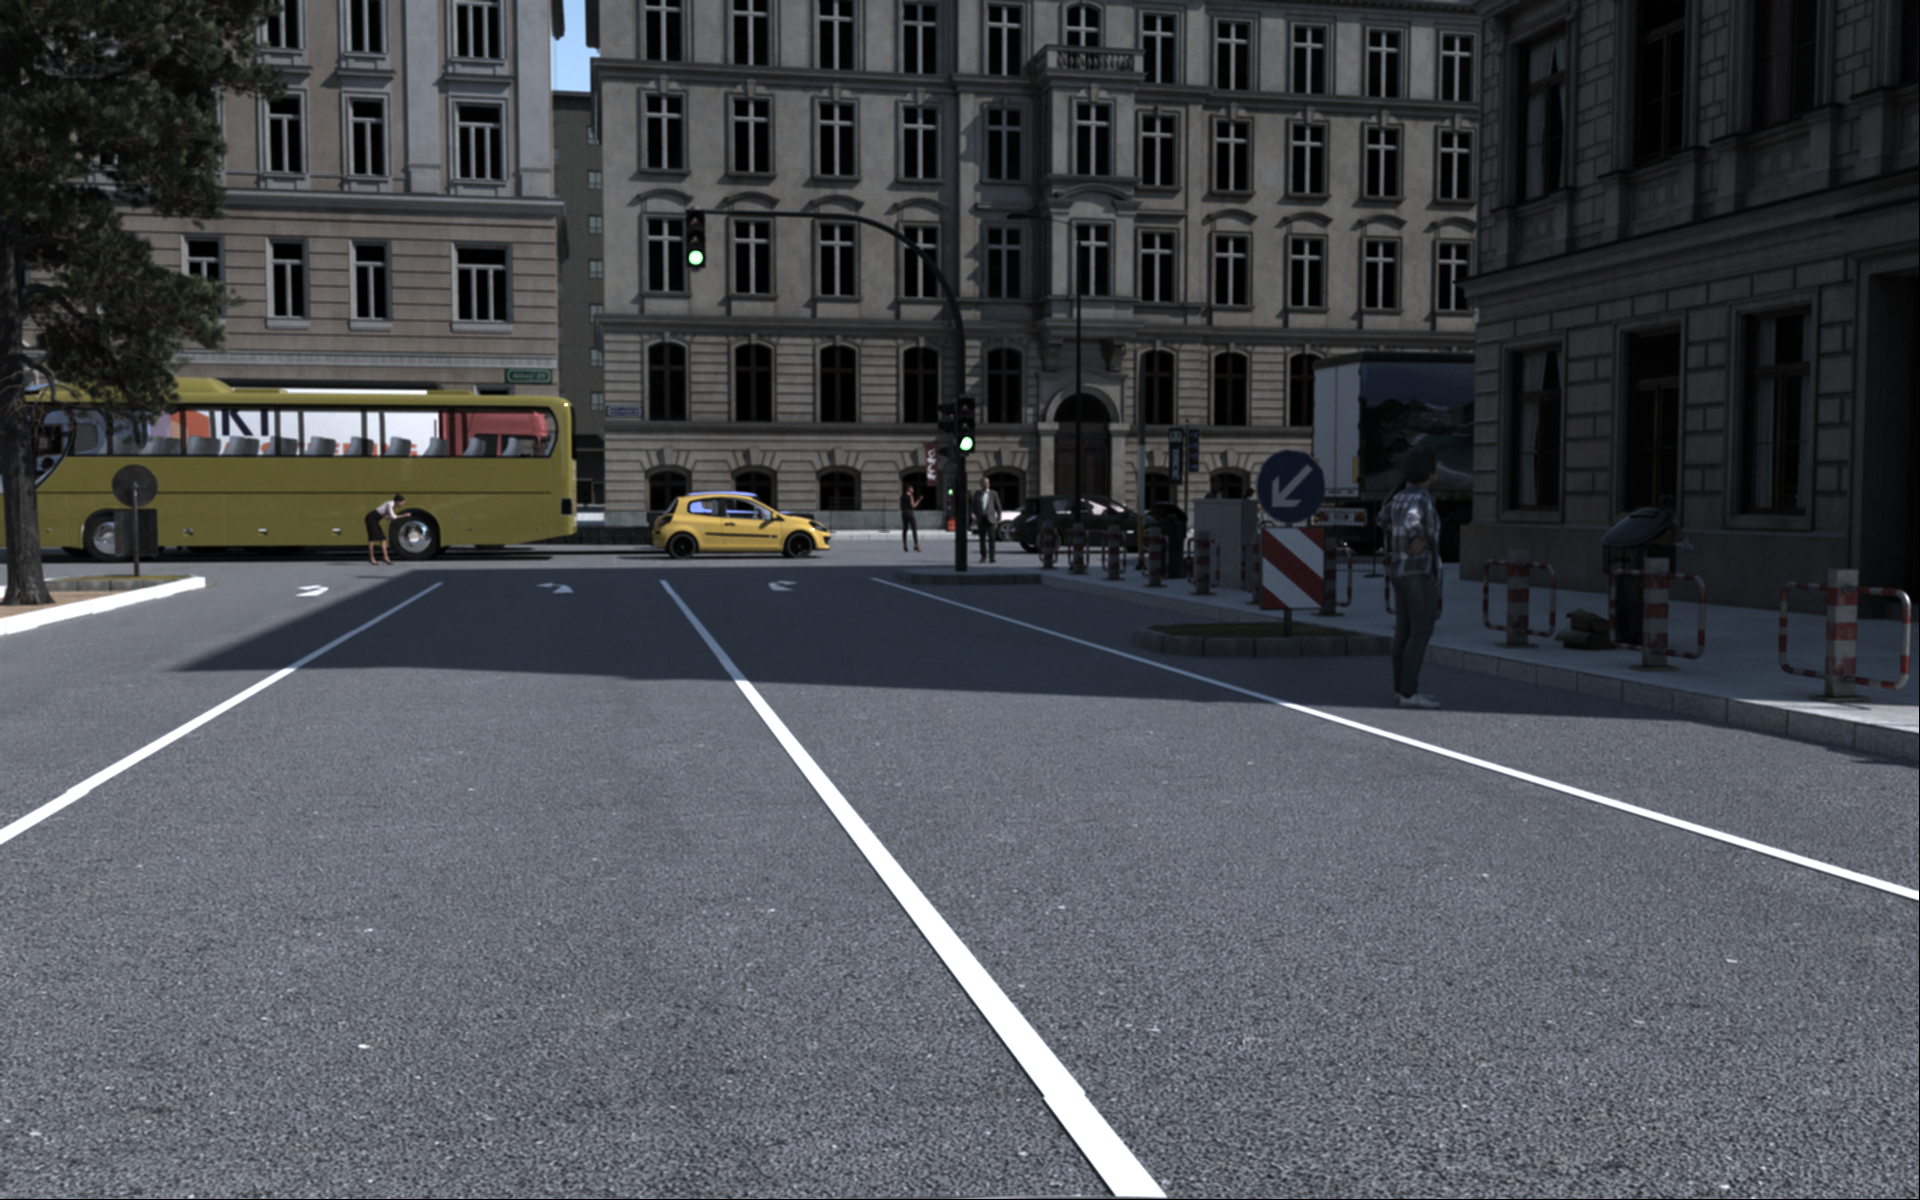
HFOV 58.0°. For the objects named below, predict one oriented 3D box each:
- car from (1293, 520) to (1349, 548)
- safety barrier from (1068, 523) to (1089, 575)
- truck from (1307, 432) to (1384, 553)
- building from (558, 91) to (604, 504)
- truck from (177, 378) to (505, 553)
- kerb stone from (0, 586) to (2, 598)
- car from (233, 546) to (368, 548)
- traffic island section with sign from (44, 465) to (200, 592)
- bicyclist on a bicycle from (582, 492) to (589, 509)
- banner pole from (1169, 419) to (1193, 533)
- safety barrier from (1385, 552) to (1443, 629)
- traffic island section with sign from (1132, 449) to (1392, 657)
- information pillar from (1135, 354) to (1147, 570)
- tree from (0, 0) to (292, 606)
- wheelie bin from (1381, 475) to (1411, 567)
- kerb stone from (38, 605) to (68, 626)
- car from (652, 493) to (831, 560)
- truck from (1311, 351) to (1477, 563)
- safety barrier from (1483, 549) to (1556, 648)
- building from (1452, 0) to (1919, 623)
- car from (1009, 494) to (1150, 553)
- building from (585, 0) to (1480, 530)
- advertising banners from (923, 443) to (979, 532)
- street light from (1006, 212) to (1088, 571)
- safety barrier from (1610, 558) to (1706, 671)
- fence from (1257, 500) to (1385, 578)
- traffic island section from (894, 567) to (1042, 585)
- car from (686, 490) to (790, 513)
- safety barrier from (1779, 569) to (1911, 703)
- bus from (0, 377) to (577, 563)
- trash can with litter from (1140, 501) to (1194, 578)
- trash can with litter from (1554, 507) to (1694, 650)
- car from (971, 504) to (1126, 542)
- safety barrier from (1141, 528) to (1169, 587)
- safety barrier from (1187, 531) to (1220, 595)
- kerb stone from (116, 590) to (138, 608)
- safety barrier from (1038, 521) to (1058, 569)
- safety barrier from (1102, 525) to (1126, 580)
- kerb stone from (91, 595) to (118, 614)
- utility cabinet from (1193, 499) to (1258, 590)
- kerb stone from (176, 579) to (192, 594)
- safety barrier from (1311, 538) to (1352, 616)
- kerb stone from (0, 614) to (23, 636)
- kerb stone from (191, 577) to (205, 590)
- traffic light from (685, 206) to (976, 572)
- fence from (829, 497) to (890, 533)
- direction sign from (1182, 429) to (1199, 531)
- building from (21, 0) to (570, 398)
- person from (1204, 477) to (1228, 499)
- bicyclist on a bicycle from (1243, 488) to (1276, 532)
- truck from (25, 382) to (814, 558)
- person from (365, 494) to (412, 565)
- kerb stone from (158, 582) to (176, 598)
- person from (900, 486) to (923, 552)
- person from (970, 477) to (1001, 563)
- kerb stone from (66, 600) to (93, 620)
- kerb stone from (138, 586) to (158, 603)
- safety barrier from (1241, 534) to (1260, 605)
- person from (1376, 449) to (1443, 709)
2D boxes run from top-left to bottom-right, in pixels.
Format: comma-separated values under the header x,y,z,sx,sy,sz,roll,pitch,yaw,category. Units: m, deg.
x,y,z,sx,sy,sz,roll,pitch,yaw,category
11.482,-2.132,47.220,4.827,1.381,2.083,-1,4,-11,car
1.892,-0.820,27.675,0.300,0.817,1.120,-1,4,-12,safety barrier
13.378,-3.224,41.631,11.283,4.237,2.839,-1,4,-11,truck
-47.429,-38.970,226.389,27.495,52.752,28.713,-1,4,-12,building
-15.417,-3.353,43.738,11.283,4.237,2.839,-1,4,-14,truck
-13.238,-0.097,23.783,0.120,0.150,1.000,-1,4,-12,kerb stone
-17.535,-2.334,46.834,5.304,1.827,2.281,-1,4,-11,car
-12.708,-1.115,26.362,2.006,1.907,1.989,-1,4,-12,traffic island section with sign
-34.755,-9.223,160.819,1.499,1.676,1.625,-1,4,-13,bicyclist on a bicycle
7.336,-4.137,57.655,0.863,3.779,0.401,1,4,19,banner pole
4.280,-0.128,16.372,0.300,0.817,1.120,-1,4,-12,safety barrier
2.692,-0.462,16.181,1.989,1.847,2.006,-1,4,-12,traffic island section with sign
3.071,-2.323,29.329,0.183,3.616,0.504,0,4,1,information pillar
-12.147,-5.962,21.993,6.751,12.117,7.091,0,3,0,tree
7.436,-1.293,29.045,0.693,1.594,0.980,1,4,9,wheelie bin
-10.110,0.187,19.150,0.120,0.150,1.000,-1,4,-12,kerb stone
-4.903,-1.754,38.905,3.980,1.641,2.015,-1,4,-14,car
13.079,-2.893,36.220,11.283,4.237,2.839,-1,4,-12,truck
4.671,-0.013,14.496,0.300,0.817,1.120,-1,4,-12,safety barrier
13.969,-9.351,17.524,10.561,19.102,19.286,-1,4,-12,building
3.290,-1.995,42.411,4.222,1.686,2.009,-1,4,-12,car
3.263,-15.188,67.411,34.723,24.649,14.460,-1,4,-12,building
-0.222,-3.844,59.035,2.074,3.025,0.090,0,4,-6,advertising banners
1.445,-3.440,28.779,1.470,5.913,1.316,-1,4,-12,street light
5.066,0.102,12.615,0.300,0.817,1.120,-1,4,-12,safety barrier
5.523,-0.985,27.316,2.264,1.192,0.480,2,4,33,fence
0.030,-0.398,28.792,2.009,0.180,2.903,-1,4,-12,traffic island section
-5.723,-2.200,45.567,3.694,1.707,1.945,-1,4,-12,car
5.465,0.216,10.740,0.300,0.817,1.120,-1,4,-12,safety barrier
-14.601,-2.808,37.462,12.252,3.916,2.896,-1,4,-10,bus
3.269,-0.929,26.571,0.624,1.170,1.055,3,4,36,trash can with litter
5.526,-0.186,14.431,1.055,1.170,0.624,-2,4,-28,trash can with litter
2.720,-2.494,53.136,4.827,1.381,2.083,-1,4,-10,car
2.690,-0.588,23.896,0.300,0.817,1.120,-1,4,-12,safety barrier
3.088,-0.473,22.014,0.300,0.817,1.120,-1,4,-12,safety barrier
-10.743,0.004,22.168,0.120,0.150,1.000,-1,4,-12,kerb stone
1.505,-0.934,29.553,0.300,0.817,1.120,-1,4,-12,safety barrier
2.290,-0.704,25.789,0.300,0.817,1.120,-1,4,-12,safety barrier
-10.526,0.063,21.162,0.120,0.150,1.000,-1,4,-12,kerb stone
3.626,-0.765,23.670,0.306,1.237,1.020,-2,4,-32,utility cabinet
-11.387,-0.183,25.189,0.120,0.150,1.000,-1,4,-12,kerb stone
3.877,-0.243,18.251,0.300,0.817,1.120,-1,4,-12,safety barrier
-9.890,0.248,18.148,0.120,0.150,1.000,-1,4,-12,kerb stone
-11.592,-0.245,26.194,0.120,0.150,1.000,-1,4,-12,kerb stone
-2.040,-3.268,28.100,4.771,5.953,1.251,-1,4,-12,traffic light
-3.422,-2.850,57.809,2.264,1.192,0.480,-2,4,-34,fence
7.890,-4.191,60.513,0.876,3.537,0.379,1,4,11,direction sign
-24.038,-16.813,60.801,20.117,28.700,13.634,-1,4,-12,building
5.215,-1.607,35.129,0.623,1.781,0.721,-2,4,-32,person
8.778,-2.574,52.108,1.625,1.676,1.499,-1,4,-10,bicyclist on a bicycle
-12.935,-3.146,41.199,18.799,4.110,2.967,-1,4,-11,truck
-11.615,-1.431,35.092,0.799,1.438,0.628,-3,5,-43,person
-11.165,-0.120,24.188,0.120,0.150,1.000,-1,4,-12,kerb stone
-1.202,-2.031,43.181,0.593,1.643,0.415,0,4,2,person
0.543,-1.662,36.065,0.661,1.777,0.834,0,4,-4,person
-10.323,0.125,20.153,0.120,0.150,1.000,-1,4,-12,kerb stone
-10.959,-0.060,23.179,0.120,0.150,1.000,-1,4,-12,kerb stone
3.490,-0.358,20.135,0.300,0.817,1.120,-1,4,-12,safety barrier
3.079,-0.157,11.792,0.376,1.734,0.841,0,4,4,person
